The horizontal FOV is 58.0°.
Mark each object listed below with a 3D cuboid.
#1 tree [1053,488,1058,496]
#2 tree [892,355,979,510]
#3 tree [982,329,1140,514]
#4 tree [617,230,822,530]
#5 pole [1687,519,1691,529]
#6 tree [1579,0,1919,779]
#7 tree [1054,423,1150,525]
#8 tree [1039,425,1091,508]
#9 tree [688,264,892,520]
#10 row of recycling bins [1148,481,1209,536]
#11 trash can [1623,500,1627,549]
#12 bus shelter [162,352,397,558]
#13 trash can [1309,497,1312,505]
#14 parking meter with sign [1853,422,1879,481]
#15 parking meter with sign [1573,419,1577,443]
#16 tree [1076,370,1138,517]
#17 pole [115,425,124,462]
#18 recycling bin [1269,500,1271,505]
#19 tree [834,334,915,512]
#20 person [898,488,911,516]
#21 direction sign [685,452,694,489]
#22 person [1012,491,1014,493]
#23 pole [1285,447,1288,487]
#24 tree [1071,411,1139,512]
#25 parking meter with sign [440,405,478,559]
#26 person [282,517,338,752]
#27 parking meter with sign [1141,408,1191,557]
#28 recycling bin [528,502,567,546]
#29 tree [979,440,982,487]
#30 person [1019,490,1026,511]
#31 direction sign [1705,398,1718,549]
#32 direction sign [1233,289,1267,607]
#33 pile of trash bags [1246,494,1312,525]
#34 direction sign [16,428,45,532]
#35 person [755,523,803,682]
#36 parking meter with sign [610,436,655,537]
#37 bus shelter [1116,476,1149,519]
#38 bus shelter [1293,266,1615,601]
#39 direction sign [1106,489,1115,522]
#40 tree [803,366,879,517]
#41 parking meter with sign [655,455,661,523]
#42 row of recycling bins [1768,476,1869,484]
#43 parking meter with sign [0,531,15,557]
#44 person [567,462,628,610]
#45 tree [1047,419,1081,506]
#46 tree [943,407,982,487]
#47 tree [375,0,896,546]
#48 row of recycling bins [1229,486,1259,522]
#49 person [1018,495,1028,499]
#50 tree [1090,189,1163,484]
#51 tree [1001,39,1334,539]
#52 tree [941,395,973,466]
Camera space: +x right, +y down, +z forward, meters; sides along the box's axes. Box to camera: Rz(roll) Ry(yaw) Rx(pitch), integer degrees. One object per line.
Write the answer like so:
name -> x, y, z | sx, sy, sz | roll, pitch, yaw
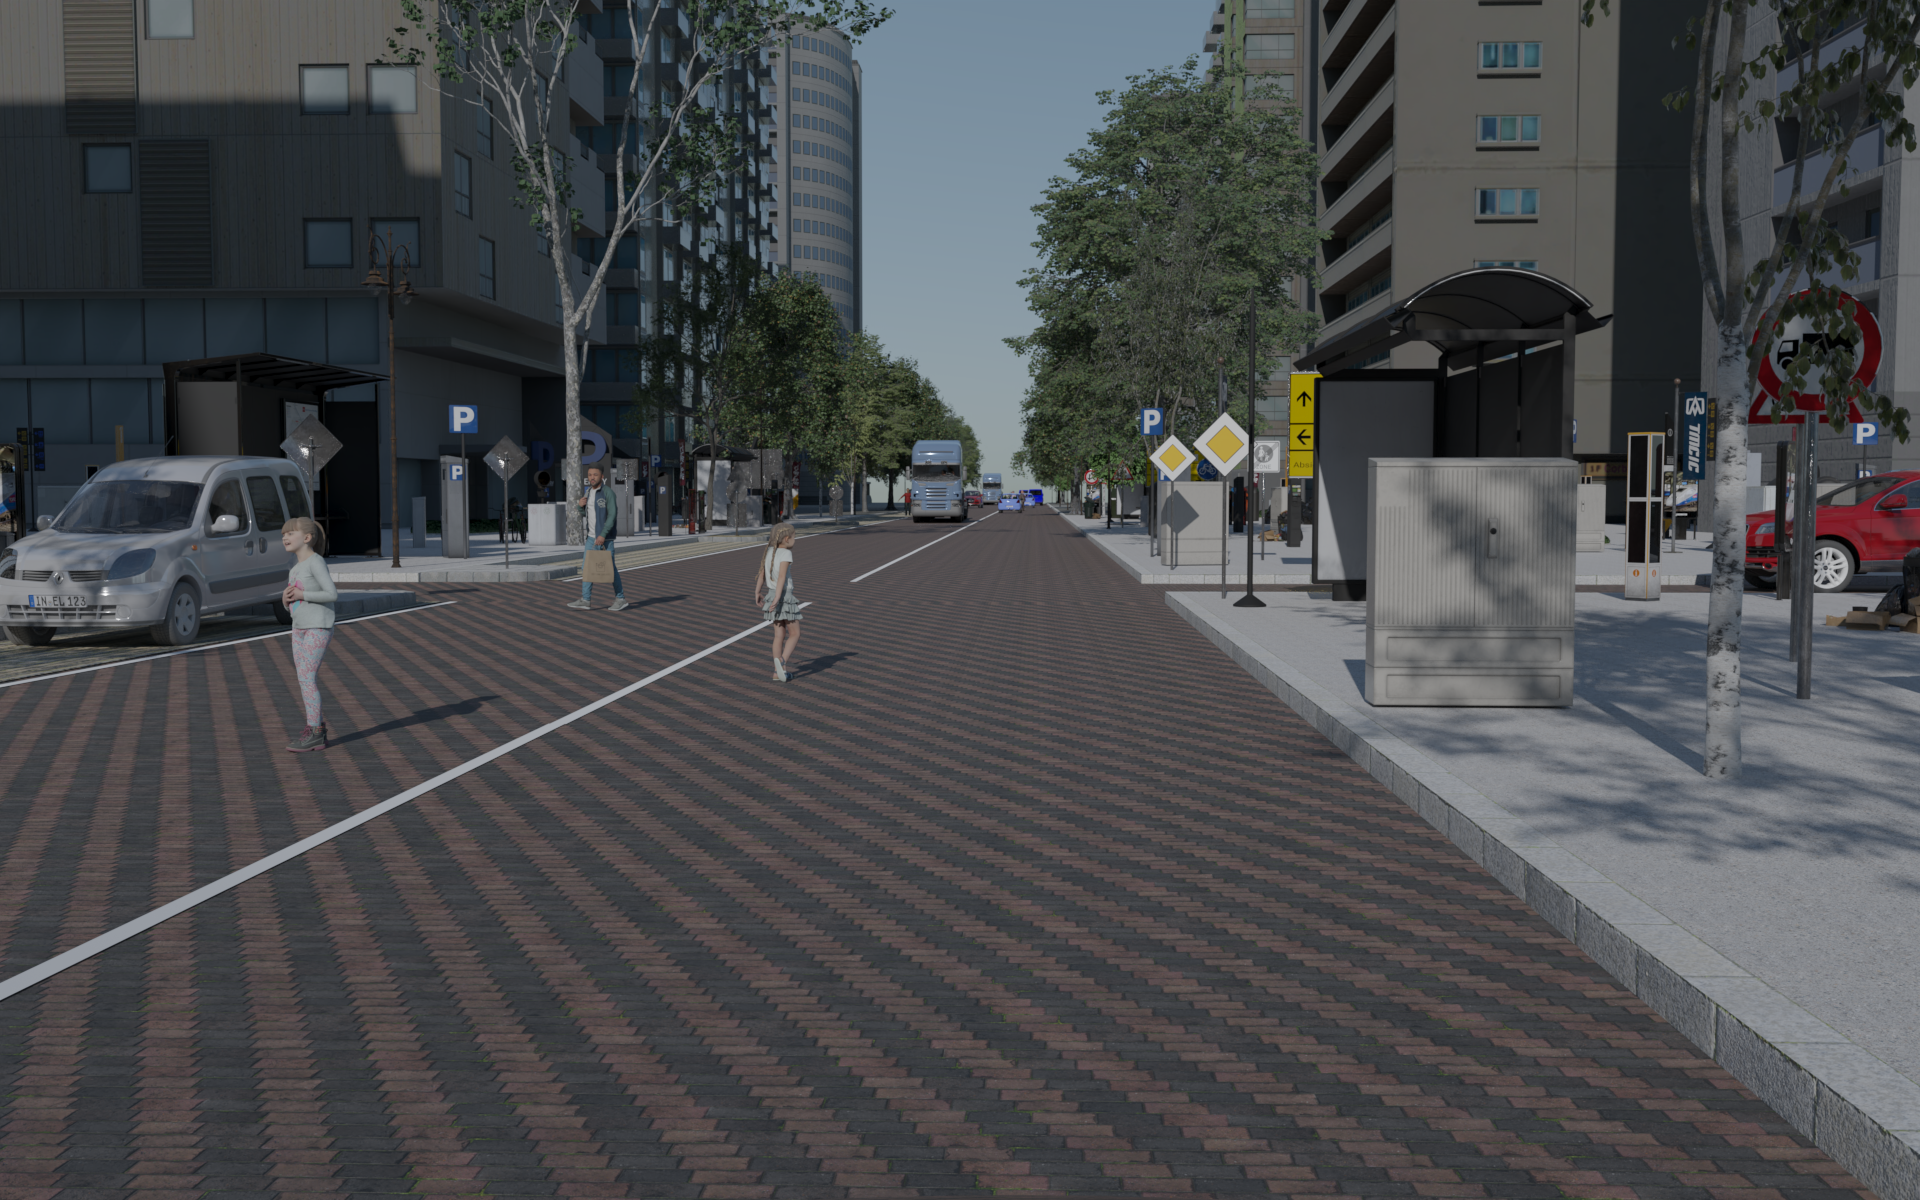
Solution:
tree -> 14.723, -18.785, 257.494 | 4.737, 8.622, 4.395 | 0, 3, 0
tree -> -5.470, -13.584, 139.108 | 9.611, 12.733, 9.660 | 0, 3, 0
tree -> 7.633, -11.872, 111.117 | 9.611, 12.733, 9.660 | 0, 3, 0
tree -> -8.608, -7.746, 61.053 | 7.601, 10.594, 8.767 | 1, 4, 12
pole -> 26.832, -4.279, 63.802 | 0.158, 3.312, 0.155 | 0, 3, 0
tree -> 3.684, -3.496, 7.516 | 4.360, 8.622, 3.978 | 0, 3, 0
tree -> 6.795, -5.451, 72.830 | 4.285, 4.588, 4.351 | 0, 3, 0
tree -> 10.393, -14.831, 160.612 | 7.486, 12.596, 7.792 | 0, 3, 0
tree -> -8.574, -10.356, 86.320 | 9.611, 12.733, 9.660 | 0, 3, 0
row of recycling bins -> 7.010, -2.897, 54.471 | 1.069, 1.692, 3.534 | 3, 4, 38
trash can -> 15.130, -1.645, 38.542 | 0.748, 1.137, 0.748 | 0, 3, 0
bus shelter -> -12.289, -2.478, 31.806 | 1.731, 3.624, 6.357 | 0, 4, 3
trash can -> 16.978, -4.336, 82.542 | 0.748, 1.137, 0.748 | 0, 3, 0
parking meter with sign -> 22.411, -2.848, 42.819 | 0.543, 3.016, 1.738 | 2, 4, 31
parking meter with sign -> 13.526, -2.722, 40.763 | 1.738, 3.016, 0.543 | 2, 4, 31
tree -> 8.422, -9.051, 98.350 | 4.737, 8.622, 4.395 | 0, 3, 0
pole -> -24.950, -3.526, 51.493 | 0.158, 3.312, 0.155 | 0, 3, 0
recycling bin -> 14.019, -3.872, 75.865 | 0.722, 1.027, 0.722 | -2, 4, -27
tree -> -6.830, -12.519, 122.816 | 7.486, 12.596, 7.792 | 0, 3, 0
person -> -3.413, -6.427, 113.521 | 1.348, 1.831, 0.705 | 0, 4, -3
direction sign -> -14.328, -6.138, 92.347 | 0.876, 3.537, 0.379 | 0, 4, 4
person -> 4.501, -8.400, 146.775 | 0.436, 1.711, 0.756 | -1, 4, -20
pole -> 14.062, -4.929, 74.428 | 0.158, 3.312, 0.155 | 0, 3, 0
tree -> 9.252, -12.024, 122.345 | 9.928, 11.665, 9.643 | 0, 3, 0
parking meter with sign -> -10.116, -2.355, 34.759 | 0.543, 3.016, 1.738 | -2, 4, -27
person -> -3.676, 0.186, 9.742 | 0.425, 1.301, 0.394 | 2, 4, 24
parking meter with sign -> 4.455, -2.420, 35.829 | 0.543, 3.016, 1.738 | 3, 5, 41
recycling bin -> -10.321, -1.881, 43.316 | 0.722, 1.027, 0.722 | 1, 4, 11
tree -> -4.078, -15.163, 164.917 | 9.611, 12.733, 9.660 | 0, 3, 0
person -> 5.295, -8.373, 145.956 | 0.434, 1.755, 0.990 | 3, 5, 40
direction sign -> 17.730, -2.973, 40.610 | 0.379, 3.537, 0.876 | 0, 4, -5
direction sign -> 3.306, -1.692, 19.657 | 0.379, 3.537, 0.876 | 1, 4, 10
pile of trash bags -> 13.275, -3.866, 72.954 | 3.447, 1.369, 1.912 | 0, 4, -1
direction sign -> -31.666, -4.104, 59.092 | 0.876, 3.537, 0.379 | 0, 4, -7
person -> -1.443, 0.011, 13.336 | 0.505, 1.210, 0.382 | 3, 5, 44
parking meter with sign -> -10.183, -3.422, 52.205 | 1.738, 3.016, 0.543 | -1, 4, -10
bus shelter -> 8.545, -5.564, 84.890 | 2.014, 3.302, 5.546 | 0, 4, 2
bus shelter -> 4.894, -1.482, 18.162 | 2.014, 3.302, 5.546 | 0, 4, 3
direction sign -> 6.912, -5.349, 79.450 | 0.379, 3.537, 0.876 | 0, 4, -1
tree -> -7.549, -8.934, 96.440 | 4.737, 8.622, 4.395 | 0, 3, 0
parking meter with sign -> -13.949, -4.970, 77.527 | 0.543, 3.016, 1.738 | -2, 4, -32
row of recycling bins -> 20.431, -2.004, 39.883 | 3.534, 1.692, 1.069 | 1, 4, 9
parking meter with sign -> -11.623, -1.417, 19.421 | 1.738, 3.016, 0.543 | -1, 4, -15
person -> -4.395, -0.774, 21.147 | 0.713, 1.824, 0.794 | -2, 4, -32
tree -> 10.023, -13.076, 148.211 | 7.601, 10.594, 8.767 | 2, 4, 33
tree -> -2.214, -18.630, 222.725 | 7.486, 12.596, 7.792 | 0, 3, 0
tree -> -8.418, -11.357, 41.568 | 12.611, 20.169, 13.585 | 0, 3, 0
row of recycling bins -> 12.773, -4.520, 81.022 | 1.069, 1.692, 3.534 | 3, 5, 43
person -> 6.199, -10.083, 174.077 | 1.217, 1.735, 0.721 | 0, 4, 8
tree -> 4.813, -5.515, 40.533 | 4.360, 8.622, 3.978 | 0, 3, 0
tree -> 5.836, -8.749, 49.704 | 9.857, 13.997, 8.962 | 0, 3, 0
tree -> -3.598, -17.665, 199.191 | 12.009, 13.543, 11.850 | 0, 3, 0
